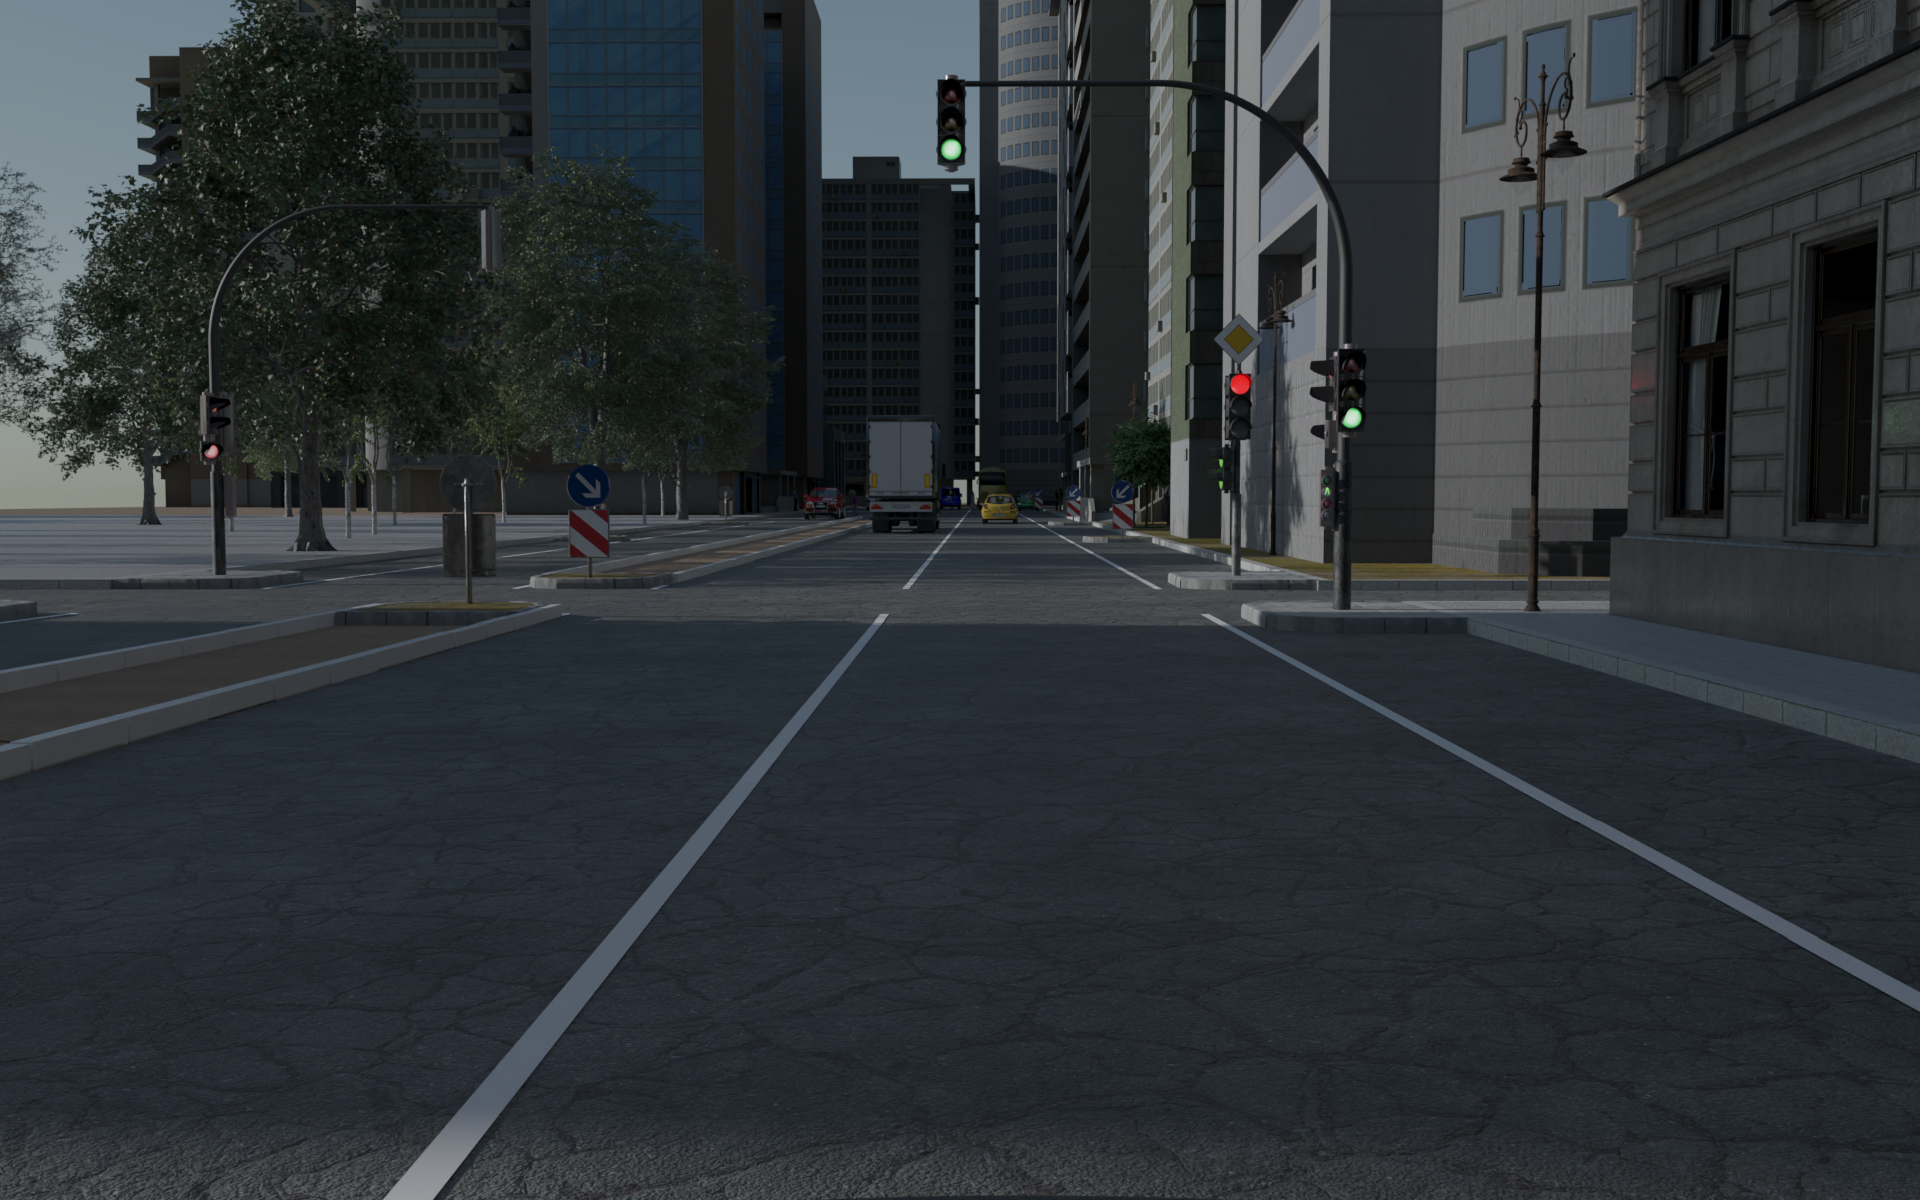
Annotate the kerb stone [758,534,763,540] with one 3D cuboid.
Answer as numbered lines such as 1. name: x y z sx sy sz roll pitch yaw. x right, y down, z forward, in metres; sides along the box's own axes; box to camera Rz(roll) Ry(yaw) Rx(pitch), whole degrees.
1. kerb stone: -6.360 -1.949 54.092 0.120 0.150 1.000 0 4 1

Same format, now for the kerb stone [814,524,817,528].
1. kerb stone: -6.126 -3.016 71.512 0.120 0.150 1.000 0 4 1

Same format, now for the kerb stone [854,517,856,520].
1. kerb stone: -5.839 -4.329 93.040 0.120 0.150 1.000 0 4 1

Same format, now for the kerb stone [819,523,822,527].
1. kerb stone: -6.094 -3.142 73.566 0.120 0.150 1.000 0 4 1

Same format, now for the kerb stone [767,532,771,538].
1. kerb stone: -6.327 -2.076 56.146 0.120 0.150 1.000 0 4 1

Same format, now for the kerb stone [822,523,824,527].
1. kerb stone: -6.081 -3.199 74.591 0.120 0.150 1.000 0 4 1

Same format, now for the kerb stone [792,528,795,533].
1. kerb stone: -6.232 -2.513 63.316 0.120 0.150 1.000 0 4 1

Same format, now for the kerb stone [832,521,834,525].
1. kerb stone: -6.010 -3.518 79.719 0.120 0.150 1.000 0 4 1

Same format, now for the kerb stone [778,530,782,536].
1. kerb stone: -6.287 -2.264 59.216 0.120 0.150 1.000 0 4 1

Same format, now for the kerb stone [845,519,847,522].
1. kerb stone: -5.916 -3.957 86.885 0.120 0.150 1.000 0 4 1

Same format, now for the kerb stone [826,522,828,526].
1. kerb stone: -6.054 -3.324 76.642 0.120 0.150 1.000 0 4 1

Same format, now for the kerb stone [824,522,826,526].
1. kerb stone: -6.065 -3.266 75.612 0.120 0.150 1.000 0 4 1

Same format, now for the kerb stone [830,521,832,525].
1. kerb stone: -6.030 -3.453 78.690 0.120 0.150 1.000 0 4 1

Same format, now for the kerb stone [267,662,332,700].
1. kerb stone: -4.808 0.591 12.527 0.120 0.150 1.000 0 4 1

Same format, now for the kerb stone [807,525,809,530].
1. kerb stone: -6.168 -2.827 68.444 0.120 0.150 1.000 0 4 1

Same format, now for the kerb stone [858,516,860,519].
1. kerb stone: -5.792 -4.520 96.122 0.120 0.150 1.000 0 4 1

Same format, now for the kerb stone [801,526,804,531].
1. kerb stone: -6.189 -2.703 66.394 0.120 0.150 1.000 0 4 1

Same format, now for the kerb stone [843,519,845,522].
1. kerb stone: -5.932 -3.894 85.863 0.120 0.150 1.000 0 4 1

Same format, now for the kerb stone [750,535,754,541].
1. kerb stone: -6.384 -1.825 52.038 0.120 0.150 1.000 0 4 1

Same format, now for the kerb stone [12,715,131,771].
1. kerb stone: -4.848 0.779 9.456 0.120 0.150 1.000 0 4 1

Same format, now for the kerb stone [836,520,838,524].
1. kerb stone: -5.984 -3.644 81.768 0.120 0.150 1.000 0 4 1

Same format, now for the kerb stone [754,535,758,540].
1. kerb stone: -6.378 -1.888 53.062 0.120 0.150 1.000 0 4 1

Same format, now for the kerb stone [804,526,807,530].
1. kerb stone: -6.171 -2.766 67.421 0.120 0.150 1.000 0 4 1

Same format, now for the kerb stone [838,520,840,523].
1. kerb stone: -5.975 -3.706 82.794 0.120 0.150 1.000 0 4 1

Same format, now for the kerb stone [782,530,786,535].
1. kerb stone: -6.267 -2.327 60.238 0.120 0.150 1.000 0 4 1

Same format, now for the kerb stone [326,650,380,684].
1. kerb stone: -4.790 0.529 13.549 0.120 0.150 1.000 0 4 1

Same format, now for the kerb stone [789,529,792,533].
1. kerb stone: -6.245 -2.452 62.288 0.120 0.150 1.000 0 4 1

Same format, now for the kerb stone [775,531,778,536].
1. kerb stone: -6.306 -2.200 58.191 0.120 0.150 1.000 0 4 1

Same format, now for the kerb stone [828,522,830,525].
1. kerb stone: -6.041 -3.392 77.664 0.120 0.150 1.000 0 4 1

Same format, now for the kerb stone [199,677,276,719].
1. kerb stone: -4.827 0.654 11.505 0.120 0.150 1.000 0 4 1

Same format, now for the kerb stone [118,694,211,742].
1. kerb stone: -4.833 0.717 10.478 0.120 0.150 1.000 0 4 1

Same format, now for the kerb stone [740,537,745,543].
1. kerb stone: -6.411 -1.700 49.990 0.120 0.150 1.000 0 4 1

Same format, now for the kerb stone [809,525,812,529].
1. kerb stone: -6.155 -2.891 69.468 0.120 0.150 1.000 0 4 1

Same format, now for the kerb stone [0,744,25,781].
1. kerb stone: -4.860 0.848 8.435 0.120 0.150 1.000 0 4 1

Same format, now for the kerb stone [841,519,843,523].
1. kerb stone: -5.944 -3.828 84.839 0.120 0.150 1.000 0 4 1

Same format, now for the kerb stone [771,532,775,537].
1. kerb stone: -6.310 -2.132 57.169 0.120 0.150 1.000 0 4 1

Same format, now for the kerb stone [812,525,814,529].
1. kerb stone: -6.142 -2.954 70.490 0.120 0.150 1.000 0 4 1

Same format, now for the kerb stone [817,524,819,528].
1. kerb stone: -6.111 -3.079 72.534 0.120 0.150 1.000 0 4 1

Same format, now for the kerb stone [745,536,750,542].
1. kerb stone: -6.401 -1.763 51.016 0.120 0.150 1.000 0 4 1

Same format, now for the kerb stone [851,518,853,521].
1. kerb stone: -5.865 -4.208 90.995 0.120 0.150 1.000 0 4 1

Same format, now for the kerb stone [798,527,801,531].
1. kerb stone: -6.205 -2.640 65.372 0.120 0.150 1.000 0 4 1

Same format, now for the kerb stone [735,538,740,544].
1. kerb stone: -6.425 -1.637 48.961 0.120 0.150 1.000 0 4 1

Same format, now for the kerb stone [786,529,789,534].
1. kerb stone: -6.256 -2.389 61.263 0.120 0.150 1.000 0 4 1

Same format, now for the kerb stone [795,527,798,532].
1. kerb stone: -6.216 -2.577 64.338 0.120 0.150 1.000 0 4 1

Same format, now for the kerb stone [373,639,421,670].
1. kerb stone: -4.784 0.467 14.572 0.120 0.150 1.000 0 4 1

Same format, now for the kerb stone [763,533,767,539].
1. kerb stone: -6.340 -2.014 55.119 0.120 0.150 1.000 0 4 1

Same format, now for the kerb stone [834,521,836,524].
1. kerb stone: -5.998 -3.581 80.741 0.120 0.150 1.000 0 4 1

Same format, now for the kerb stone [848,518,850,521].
1. kerb stone: -5.882 -4.082 88.929 0.120 0.150 1.000 0 4 1
